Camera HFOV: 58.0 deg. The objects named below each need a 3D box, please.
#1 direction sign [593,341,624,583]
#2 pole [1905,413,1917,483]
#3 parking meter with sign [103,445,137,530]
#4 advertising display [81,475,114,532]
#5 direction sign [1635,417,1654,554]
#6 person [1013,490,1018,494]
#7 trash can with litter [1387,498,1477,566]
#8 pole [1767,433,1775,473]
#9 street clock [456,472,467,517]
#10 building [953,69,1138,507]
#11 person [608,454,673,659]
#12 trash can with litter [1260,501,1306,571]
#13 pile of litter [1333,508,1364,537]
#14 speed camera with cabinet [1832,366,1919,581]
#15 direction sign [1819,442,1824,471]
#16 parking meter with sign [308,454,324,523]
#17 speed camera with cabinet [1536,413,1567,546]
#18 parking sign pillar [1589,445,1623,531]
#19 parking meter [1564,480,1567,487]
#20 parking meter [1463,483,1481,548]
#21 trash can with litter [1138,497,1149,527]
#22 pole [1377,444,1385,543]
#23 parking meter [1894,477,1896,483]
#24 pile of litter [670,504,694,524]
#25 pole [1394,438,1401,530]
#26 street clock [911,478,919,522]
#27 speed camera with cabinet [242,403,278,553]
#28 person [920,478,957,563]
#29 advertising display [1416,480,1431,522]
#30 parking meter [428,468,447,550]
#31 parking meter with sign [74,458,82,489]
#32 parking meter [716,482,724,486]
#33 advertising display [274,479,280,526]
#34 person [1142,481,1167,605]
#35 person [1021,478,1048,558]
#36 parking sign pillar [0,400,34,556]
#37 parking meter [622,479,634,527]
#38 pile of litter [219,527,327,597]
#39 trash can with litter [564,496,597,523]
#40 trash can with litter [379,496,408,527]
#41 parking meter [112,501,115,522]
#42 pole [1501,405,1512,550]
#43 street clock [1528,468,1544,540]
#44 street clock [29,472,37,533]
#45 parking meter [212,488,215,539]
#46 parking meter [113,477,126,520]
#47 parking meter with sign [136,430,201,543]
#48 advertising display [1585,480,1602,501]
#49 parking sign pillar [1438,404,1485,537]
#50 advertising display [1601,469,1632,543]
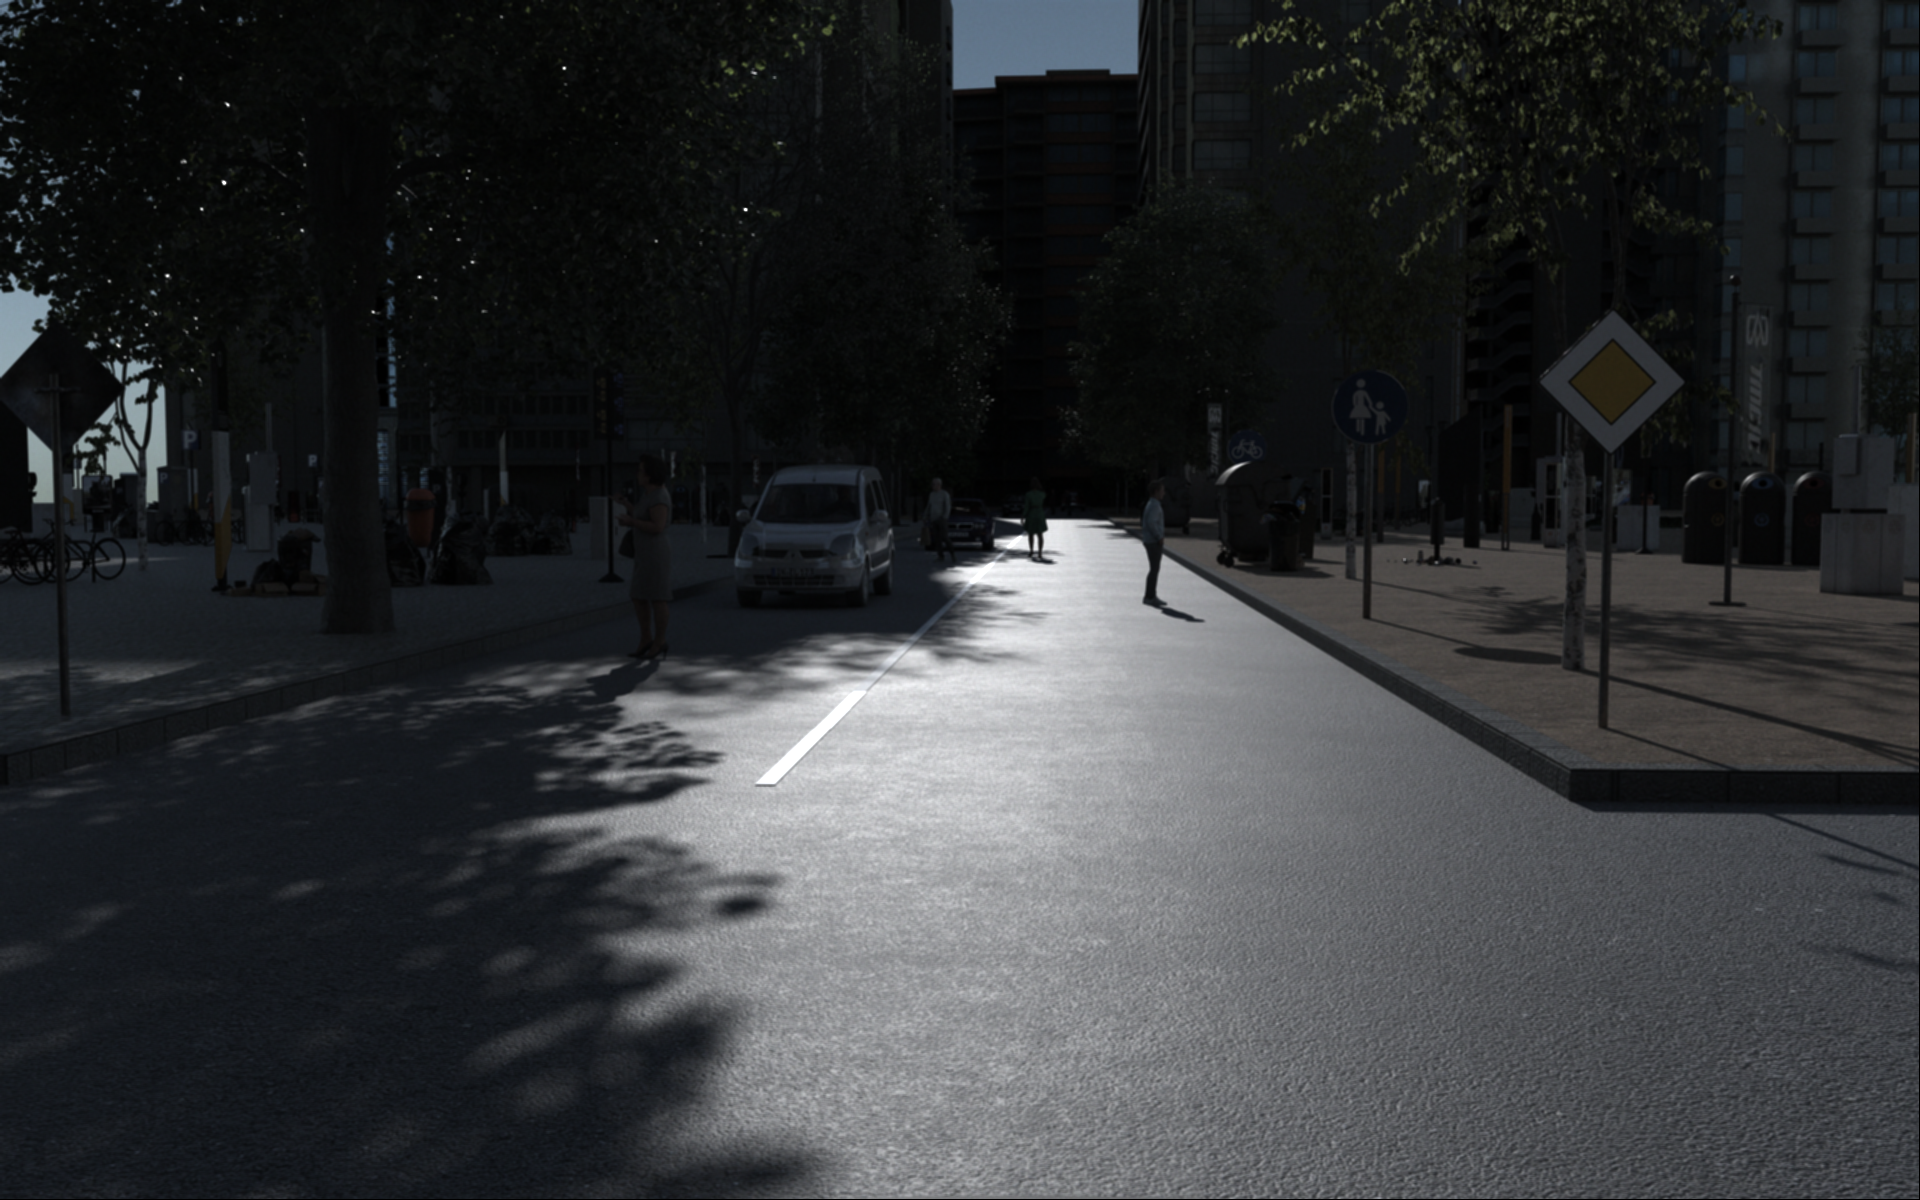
[{"bbox_3d":[-5.087,-2.028,25.159,0.379,3.537,0.876,1,4,16],"label":"direction sign"},{"bbox_3d":[23.883,-3.040,43.541,0.158,3.312,0.155,0,3,0],"label":"pole"},{"bbox_3d":[-29.587,-4.011,61.838,1.738,3.016,0.543,-2,4,-25],"label":"parking meter with sign"},{"bbox_3d":[-29.009,-3.245,58.275,0.974,1.923,0.123,0,4,-4],"label":"advertising display"},{"bbox_3d":[14.654,-2.752,36.990,0.379,3.537,0.876,1,4,8],"label":"direction sign"},{"bbox_3d":[4.558,-8.274,143.800,1.348,1.821,0.705,-1,4,-21],"label":"person"},{"bbox_3d":[8.641,-1.272,31.849,1.678,1.210,2.233,1,4,19],"label":"trash can with litter"},{"bbox_3d":[26.916,-3.895,57.518,0.158,3.312,0.155,0,3,0],"label":"pole"},{"bbox_3d":[-16.412,-3.212,57.086,0.358,2.002,0.471,-3,4,-36],"label":"street clock"},{"bbox_3d":[11.576,-32.248,181.871,28.867,44.769,22.147,0,4,3],"label":"building"},{"bbox_3d":[-2.798,-0.383,15.116,0.532,1.782,0.716,-1,4,-22],"label":"person"},{"bbox_3d":[5.425,-1.076,28.983,0.624,1.170,1.055,1,4,23],"label":"trash can with litter"},{"bbox_3d":[11.993,-2.384,52.939,1.176,0.858,1.719,1,4,21],"label":"pile of litter"},{"bbox_3d":[14.241,-1.951,26.238,0.660,3.252,2.038,-1,4,-18],"label":"speed camera with cabinet"},{"bbox_3d":[37.897,-5.156,76.290,0.379,3.537,0.876,1,4,18],"label":"direction sign"},{"bbox_3d":[-28.096,-4.933,76.907,0.543,3.016,1.738,1,4,21],"label":"parking meter with sign"},{"bbox_3d":[14.725,-2.967,42.852,0.660,3.252,2.038,2,4,29],"label":"speed camera with cabinet"},{"bbox_3d":[22.717,-4.392,60.285,1.447,3.967,1.447,2,4,32],"label":"parking sign pillar"},{"bbox_3d":[24.080,-3.871,69.002,0.399,1.863,0.255,-1,4,-9],"label":"parking meter"},{"bbox_3d":[12.263,-2.022,41.475,0.372,1.533,0.369,0,3,0],"label":"parking meter"},{"bbox_3d":[7.400,-3.376,66.579,1.055,1.170,0.624,2,4,25],"label":"trash can with litter"},{"bbox_3d":[11.138,-3.179,45.823,0.158,3.312,0.155,0,3,0],"label":"pole"},{"bbox_3d":[31.531,-3.239,58.667,0.255,1.863,0.399,3,4,36],"label":"parking meter"},{"bbox_3d":[-12.252,-3.715,74.706,1.719,0.858,1.176,-2,4,-25],"label":"pile of litter"},{"bbox_3d":[15.656,-4.164,61.926,0.158,3.312,0.155,0,3,0],"label":"pole"},{"bbox_3d":[-2.025,-4.512,78.336,0.358,2.002,0.471,-1,4,-14],"label":"street clock"},{"bbox_3d":[-15.543,-2.694,38.377,0.660,3.252,2.038,-2,4,-26],"label":"speed camera with cabinet"},{"bbox_3d":[-0.480,-1.674,36.350,0.782,1.767,0.515,3,4,38],"label":"person"},{"bbox_3d":[20.946,-4.467,78.257,0.974,1.923,0.123,-3,5,-40],"label":"advertising display"},{"bbox_3d":[-11.917,-2.070,39.551,0.399,1.863,0.255,-1,4,-10],"label":"parking meter"},{"bbox_3d":[-41.643,-5.325,83.330,0.543,3.016,1.738,2,4,31],"label":"parking meter with sign"},{"bbox_3d":[-11.588,-4.761,83.545,0.399,1.863,0.255,-1,4,-13],"label":"parking meter"},{"bbox_3d":[-27.978,-3.961,69.971,0.974,1.923,0.123,-3,5,-41],"label":"advertising display"},{"bbox_3d":[2.516,-0.738,22.377,0.330,1.601,0.589,0,4,6],"label":"person"},{"bbox_3d":[1.681,-1.835,38.743,0.600,1.795,0.529,-1,4,-17],"label":"person"},{"bbox_3d":[-20.404,-2.938,36.507,1.447,3.967,1.447,3,5,41],"label":"parking sign pillar"},{"bbox_3d":[-12.892,-3.768,67.324,0.399,1.863,0.255,-3,5,-43],"label":"parking meter"},{"bbox_3d":[-8.494,-0.493,22.023,1.719,0.858,1.176,1,4,13],"label":"pile of litter"},{"bbox_3d":[-16.662,-4.062,77.475,2.233,1.210,1.678,2,4,23],"label":"trash can with litter"},{"bbox_3d":[-22.248,-3.447,67.413,2.233,1.210,1.678,0,4,5],"label":"trash can with litter"},{"bbox_3d":[-39.209,-4.405,80.439,0.372,1.533,0.369,0,3,0],"label":"parking meter"},{"bbox_3d":[12.514,-2.800,39.630,0.158,3.312,0.155,0,3,0],"label":"pole"},{"bbox_3d":[15.971,-2.656,47.988,0.471,2.002,0.358,-2,4,-24],"label":"street clock"},{"bbox_3d":[-30.885,-3.244,57.615,0.471,2.002,0.358,3,5,44],"label":"street clock"},{"bbox_3d":[-20.987,-2.491,49.142,0.372,1.533,0.369,0,3,0],"label":"parking meter"},{"bbox_3d":[-29.185,-3.329,60.137,0.399,1.863,0.255,-2,4,-26],"label":"parking meter"},{"bbox_3d":[-20.988,-3.048,46.095,0.543,3.016,1.738,1,4,14],"label":"parking meter with sign"},{"bbox_3d":[29.502,-4.628,80.877,0.974,1.923,0.123,2,4,31],"label":"advertising display"},{"bbox_3d":[15.159,-3.910,52.397,1.447,3.967,1.447,3,4,36],"label":"parking sign pillar"},{"bbox_3d":[17.155,-2.443,45.165,0.974,1.923,0.123,-2,4,-34],"label":"advertising display"}]
